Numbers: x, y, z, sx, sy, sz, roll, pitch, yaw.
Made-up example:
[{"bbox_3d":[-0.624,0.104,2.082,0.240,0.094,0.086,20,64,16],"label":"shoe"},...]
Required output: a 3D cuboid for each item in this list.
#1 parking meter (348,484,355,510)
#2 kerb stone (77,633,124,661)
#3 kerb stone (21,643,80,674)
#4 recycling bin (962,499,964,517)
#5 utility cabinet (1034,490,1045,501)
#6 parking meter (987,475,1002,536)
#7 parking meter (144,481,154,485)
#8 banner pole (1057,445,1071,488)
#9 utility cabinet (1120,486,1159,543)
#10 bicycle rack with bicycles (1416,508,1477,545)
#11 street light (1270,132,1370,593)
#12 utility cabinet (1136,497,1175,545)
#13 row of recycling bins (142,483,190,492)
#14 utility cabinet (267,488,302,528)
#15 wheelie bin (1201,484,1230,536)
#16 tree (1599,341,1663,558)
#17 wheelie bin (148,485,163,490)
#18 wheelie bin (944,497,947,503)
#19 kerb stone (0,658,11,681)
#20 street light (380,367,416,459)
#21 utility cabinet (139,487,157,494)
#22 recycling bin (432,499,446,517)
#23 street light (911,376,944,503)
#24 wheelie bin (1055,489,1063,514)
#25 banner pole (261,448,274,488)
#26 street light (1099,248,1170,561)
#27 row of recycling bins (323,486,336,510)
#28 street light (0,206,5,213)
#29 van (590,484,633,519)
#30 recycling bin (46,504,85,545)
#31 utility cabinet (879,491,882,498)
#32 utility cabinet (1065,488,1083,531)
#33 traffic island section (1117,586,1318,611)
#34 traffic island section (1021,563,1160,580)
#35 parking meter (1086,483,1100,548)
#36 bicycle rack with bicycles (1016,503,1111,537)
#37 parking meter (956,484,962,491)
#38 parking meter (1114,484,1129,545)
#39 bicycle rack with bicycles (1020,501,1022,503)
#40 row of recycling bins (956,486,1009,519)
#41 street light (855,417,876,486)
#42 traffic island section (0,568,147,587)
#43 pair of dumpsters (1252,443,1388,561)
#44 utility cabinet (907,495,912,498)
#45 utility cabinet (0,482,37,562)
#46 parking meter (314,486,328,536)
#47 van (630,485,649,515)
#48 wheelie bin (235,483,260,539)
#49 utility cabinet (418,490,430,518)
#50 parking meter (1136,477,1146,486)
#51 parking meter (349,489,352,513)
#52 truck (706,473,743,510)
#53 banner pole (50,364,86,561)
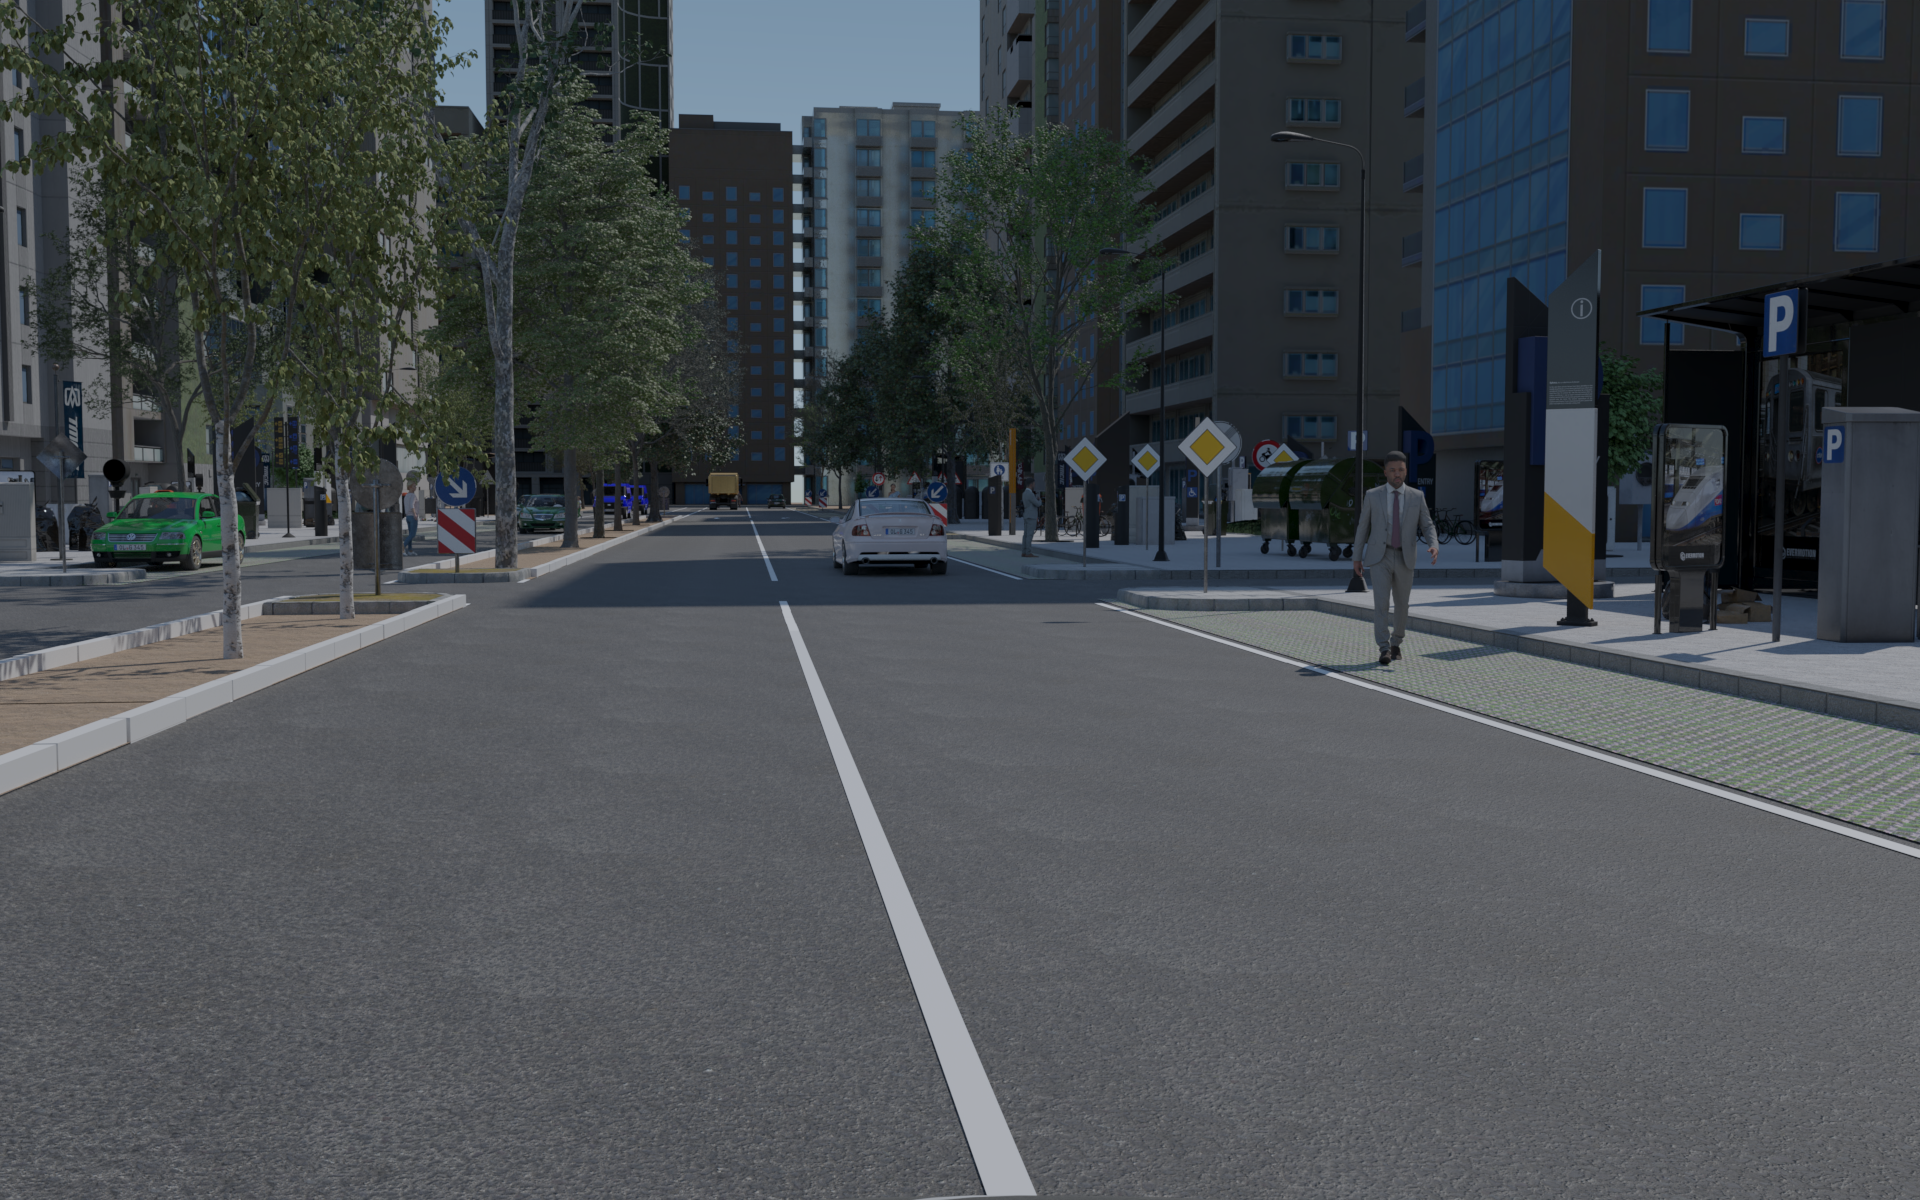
[{"bbox_3d":[-35.182,-5.777,100.168,0.255,1.863,0.399,1,4,10],"label":"parking meter"},{"bbox_3d":[-7.606,0.430,15.202,0.120,0.150,1.000,0,4,-7],"label":"kerb stone"},{"bbox_3d":[-7.485,0.490,14.186,0.120,0.150,1.000,0,4,-7],"label":"kerb stone"},{"bbox_3d":[-0.261,-5.230,98.065,0.722,1.027,0.722,3,5,41],"label":"recycling bin"},{"bbox_3d":[4.864,-5.751,102.702,1.173,1.500,0.318,0,4,6],"label":"utility cabinet"},{"bbox_3d":[1.065,-2.902,53.161,0.399,1.863,0.255,3,5,41],"label":"parking meter"},{"bbox_3d":[-37.474,-4.550,80.096,0.399,1.863,0.255,1,4,19],"label":"parking meter"},{"bbox_3d":[5.397,-6.060,89.096,0.863,3.779,0.401,-1,4,-8],"label":"banner pole"},{"bbox_3d":[4.680,-2.215,44.896,1.173,1.500,0.318,3,4,39],"label":"utility cabinet"},{"bbox_3d":[12.256,-1.906,44.540,2.852,0.926,2.925,-2,4,-28],"label":"bicycle rack with bicycles"},{"bbox_3d":[4.669,-3.053,22.453,1.470,5.913,1.316,0,4,-7],"label":"street light"},{"bbox_3d":[4.946,-2.000,43.862,1.020,1.237,0.306,-2,4,-28],"label":"utility cabinet"},{"bbox_3d":[-30.527,-3.627,66.409,1.069,1.692,3.534,-3,5,-44],"label":"row of recycling bins"},{"bbox_3d":[-25.107,-3.407,64.385,1.173,1.500,0.318,-1,4,-16],"label":"utility cabinet"},{"bbox_3d":[7.901,-2.791,53.540,0.693,1.594,0.980,-2,4,-27],"label":"wheelie bin"},{"bbox_3d":[12.939,-3.162,35.406,4.285,4.588,4.351,0,3,0],"label":"tree"},{"bbox_3d":[-28.624,-3.279,61.518,0.693,1.594,0.980,1,4,12],"label":"wheelie bin"},{"bbox_3d":[-0.593,-5.091,91.139,0.980,1.594,0.693,-1,4,-16],"label":"wheelie bin"},{"bbox_3d":[-7.362,0.561,13.172,0.120,0.150,1.000,0,4,-7],"label":"kerb stone"},{"bbox_3d":[-20.582,-5.554,63.355,1.470,5.913,1.316,0,4,-7],"label":"street light"},{"bbox_3d":[-24.127,-2.619,51.500,0.318,1.500,1.173,-1,4,-15],"label":"utility cabinet"},{"bbox_3d":[-29.402,-5.205,97.655,0.722,1.027,0.722,-1,4,-12],"label":"recycling bin"},{"bbox_3d":[-1.215,-5.849,68.171,1.470,5.913,1.316,0,4,-7],"label":"street light"},{"bbox_3d":[5.924,-5.929,104.840,0.693,1.594,0.980,2,4,26],"label":"wheelie bin"},{"bbox_3d":[-37.270,-6.326,93.439,0.401,3.779,0.863,3,5,43],"label":"banner pole"},{"bbox_3d":[3.315,-3.692,32.903,1.470,5.913,1.316,0,4,-7],"label":"street light"},{"bbox_3d":[-34.674,-5.357,94.694,1.069,1.692,3.534,-1,4,-22],"label":"row of recycling bins"},{"bbox_3d":[-16.037,-3.385,27.886,1.470,5.913,1.316,0,4,-7],"label":"street light"},{"bbox_3d":[-20.033,-5.843,99.919,2.240,2.365,5.245,0,4,-7],"label":"van"},{"bbox_3d":[-22.782,-1.938,44.246,0.722,1.027,0.722,1,4,14],"label":"recycling bin"},{"bbox_3d":[-5.005,-5.752,102.728,0.318,1.500,1.173,2,4,24],"label":"utility cabinet"},{"bbox_3d":[4.095,-3.091,59.221,0.318,1.500,1.173,-3,4,-36],"label":"utility cabinet"},{"bbox_3d":[3.206,-0.013,22.498,2.009,0.180,2.903,0,4,-7],"label":"traffic island section"},{"bbox_3d":[2.205,-0.498,30.421,2.009,0.180,2.903,0,4,-7],"label":"traffic island section"},{"bbox_3d":[3.130,-2.004,41.179,0.372,1.533,0.369,0,3,0],"label":"parking meter"},{"bbox_3d":[3.693,-2.411,52.802,2.852,0.926,2.925,-2,4,-33],"label":"bicycle rack with bicycles"},{"bbox_3d":[-0.135,-5.523,96.018,0.399,1.863,0.255,-2,4,-31],"label":"parking meter"},{"bbox_3d":[4.069,-2.150,43.559,0.372,1.533,0.369,0,3,0],"label":"parking meter"},{"bbox_3d":[3.529,-3.002,62.467,2.852,0.926,2.925,1,4,9],"label":"bicycle rack with bicycles"},{"bbox_3d":[1.082,-5.001,88.875,3.534,1.692,1.069,0,4,2],"label":"row of recycling bins"},{"bbox_3d":[-5.621,-8.034,103.890,1.470,5.913,1.316,0,4,-7],"label":"street light"},{"bbox_3d":[-14.653,-0.368,28.304,2.009,0.180,2.903,0,4,-7],"label":"traffic island section"},{"bbox_3d":[7.290,-1.988,35.004,1.574,2.255,4.437,0,4,-7],"label":"pair of dumpsters"},{"bbox_3d":[-2.459,-5.259,97.140,1.020,1.237,0.306,0,4,-7],"label":"utility cabinet"},{"bbox_3d":[-18.033,-1.456,32.490,1.173,1.500,0.318,-1,4,-12],"label":"utility cabinet"},{"bbox_3d":[-19.414,-2.703,52.609,0.372,1.533,0.369,0,3,0],"label":"parking meter"},{"bbox_3d":[-22.633,-7.049,119.630,2.240,2.365,5.245,0,4,-7],"label":"van"},{"bbox_3d":[-20.284,-2.526,49.201,0.693,1.594,0.980,-1,4,-13],"label":"wheelie bin"},{"bbox_3d":[-28.029,-5.009,90.576,0.318,1.500,1.173,0,4,-4],"label":"utility cabinet"},{"bbox_3d":[6.171,-3.239,58.676,0.399,1.863,0.255,0,4,6],"label":"parking meter"},{"bbox_3d":[-28.373,-4.392,80.220,0.372,1.533,0.369,0,3,0],"label":"parking meter"},{"bbox_3d":[-21.601,-9.941,158.454,3.469,3.379,9.791,0,4,-7],"label":"truck"},{"bbox_3d":[-17.334,-2.669,33.660,0.401,3.779,0.863,1,4,18],"label":"banner pole"}]
